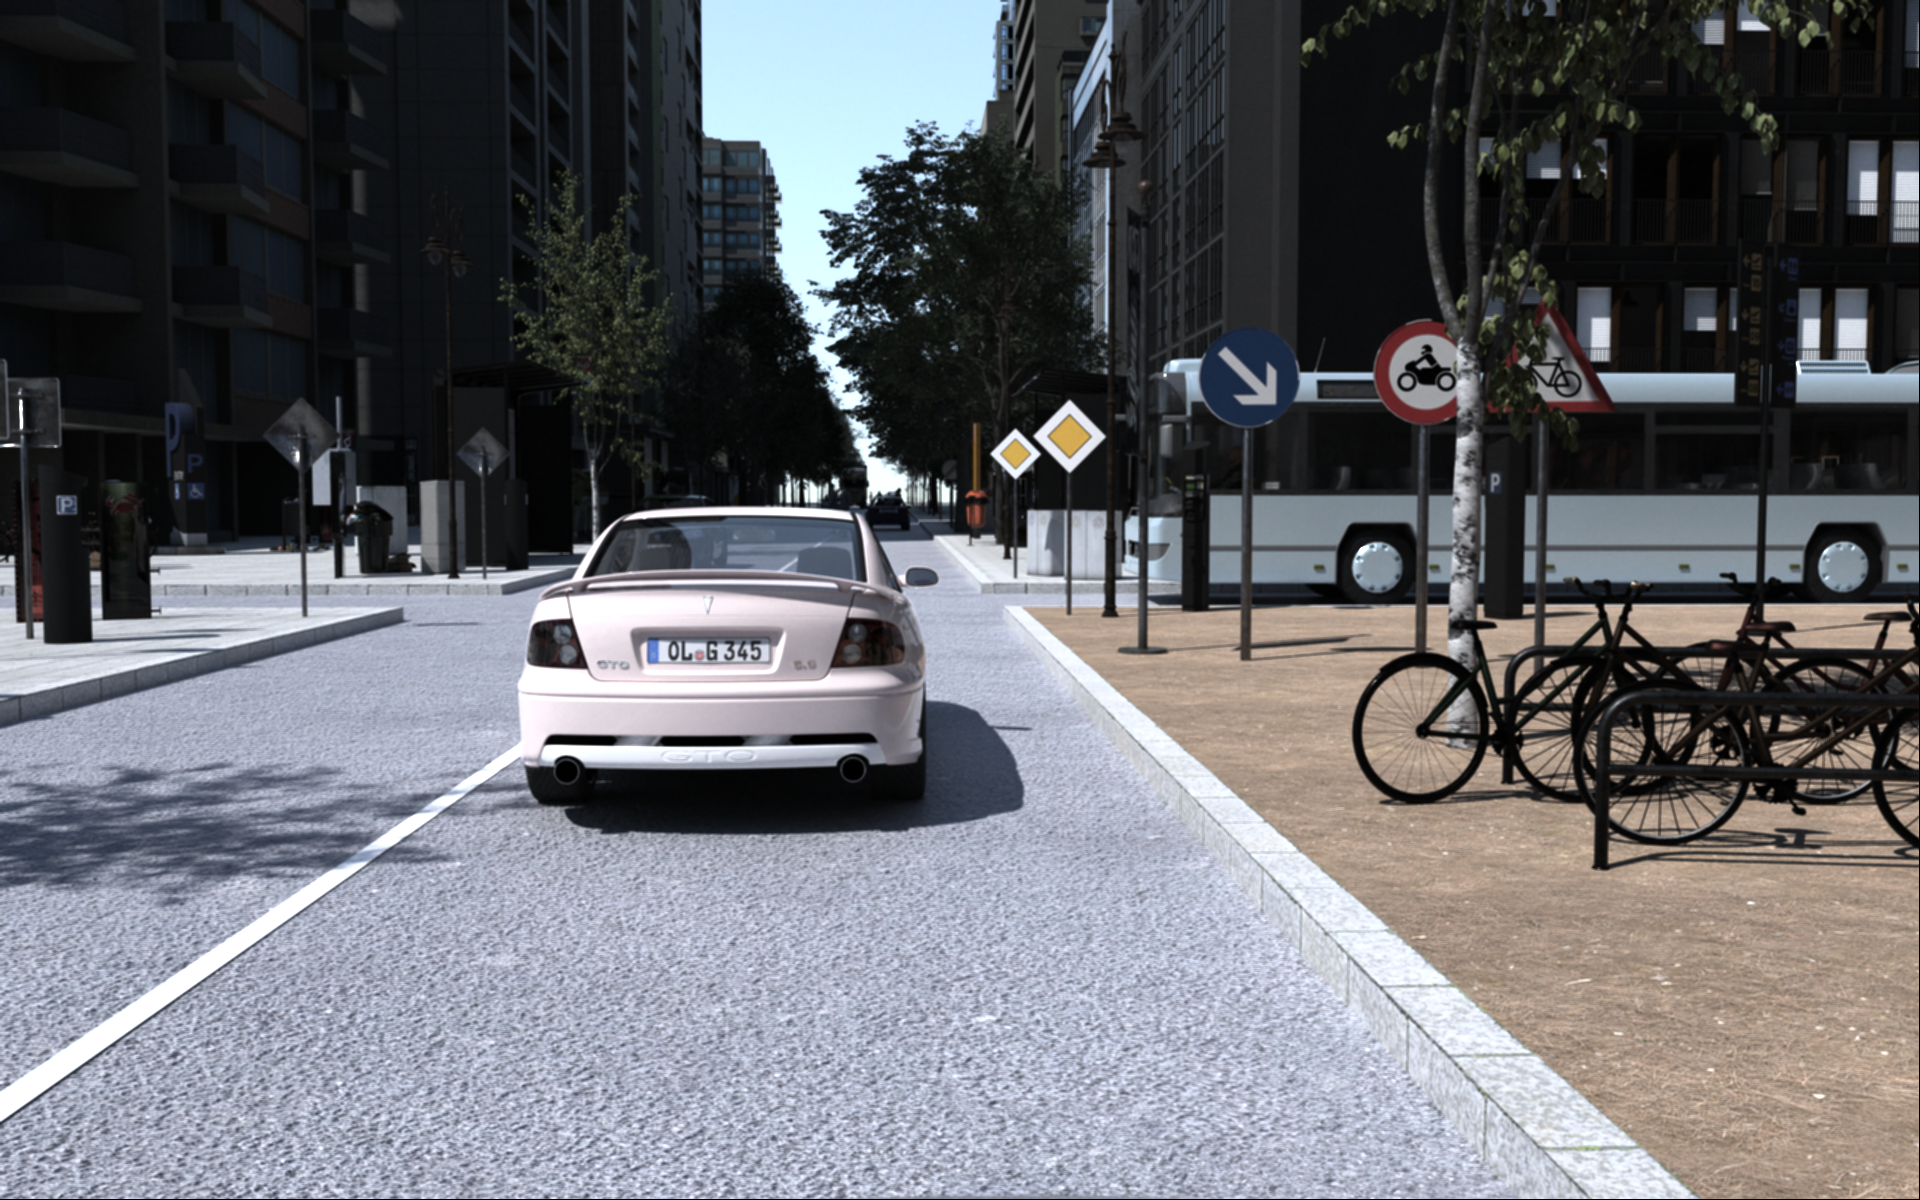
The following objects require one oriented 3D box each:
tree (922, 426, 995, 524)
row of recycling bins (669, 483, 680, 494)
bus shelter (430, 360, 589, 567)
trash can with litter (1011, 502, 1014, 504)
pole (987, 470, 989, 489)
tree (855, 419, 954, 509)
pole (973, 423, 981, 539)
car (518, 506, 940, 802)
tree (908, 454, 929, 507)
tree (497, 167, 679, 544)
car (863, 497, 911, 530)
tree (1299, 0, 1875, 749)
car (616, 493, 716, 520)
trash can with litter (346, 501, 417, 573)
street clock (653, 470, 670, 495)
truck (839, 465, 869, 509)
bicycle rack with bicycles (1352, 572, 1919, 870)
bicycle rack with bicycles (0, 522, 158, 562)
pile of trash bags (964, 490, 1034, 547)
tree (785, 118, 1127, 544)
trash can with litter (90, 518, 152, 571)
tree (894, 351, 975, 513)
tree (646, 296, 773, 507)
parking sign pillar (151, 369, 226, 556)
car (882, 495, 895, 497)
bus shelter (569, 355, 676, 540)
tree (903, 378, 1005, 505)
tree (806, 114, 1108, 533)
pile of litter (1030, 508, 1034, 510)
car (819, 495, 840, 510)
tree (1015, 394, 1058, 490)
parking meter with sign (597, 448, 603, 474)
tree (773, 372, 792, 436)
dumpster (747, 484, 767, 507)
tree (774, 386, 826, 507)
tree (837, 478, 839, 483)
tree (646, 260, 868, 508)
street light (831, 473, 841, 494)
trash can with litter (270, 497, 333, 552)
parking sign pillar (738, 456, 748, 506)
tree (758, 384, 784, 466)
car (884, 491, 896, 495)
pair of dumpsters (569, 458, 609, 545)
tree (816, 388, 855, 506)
[{"bbox_3d":[0.072,-5.586,75.046,4.285,4.588,4.351,0,3,0],"label":"tree"},{"bbox_3d":[-10.730,-3.328,61.528,1.069,1.692,3.534,0,4,7],"label":"row of recycling bins"},{"bbox_3d":[-8.534,-2.574,33.371,1.731,3.624,6.357,0,4,-2],"label":"bus shelter"},{"bbox_3d":[1.857,-2.957,59.728,1.055,1.170,0.624,2,4,34],"label":"trash can with litter"},{"bbox_3d":[1.487,-6.132,94.104,0.158,3.312,0.155,0,3,0],"label":"pole"},{"bbox_3d":[-2.594,-14.734,151.271,12.009,13.543,11.850,0,3,0],"label":"tree"},{"bbox_3d":[0.489,-3.417,49.717,0.158,3.312,0.155,0,3,0],"label":"pole"},{"bbox_3d":[-1.136,0.177,9.474,2.083,1.381,4.827,0,4,-2],"label":"car"},{"bbox_3d":[-3.348,-13.589,172.547,4.737,8.622,4.395,0,3,0],"label":"tree"},{"bbox_3d":[-8.286,-5.431,39.156,4.737,8.622,4.395,0,3,0],"label":"tree"},{"bbox_3d":[-2.939,-3.502,69.843,1.945,1.354,3.894,0,4,-4],"label":"car"},{"bbox_3d":[2.789,-3.556,8.509,4.737,8.622,4.395,0,3,0],"label":"tree"},{"bbox_3d":[-5.469,-1.423,33.057,2.009,1.686,4.222,0,4,-1],"label":"car"},{"bbox_3d":[-9.385,-1.023,28.118,0.624,1.170,1.055,2,4,24],"label":"trash can with litter"},{"bbox_3d":[-8.806,-2.849,51.152,0.471,2.002,0.358,0,4,-7],"label":"street clock"},{"bbox_3d":[-10.304,-11.023,169.140,2.839,4.237,11.283,0,4,-3],"label":"truck"},{"bbox_3d":[3.041,0.402,6.813,2.925,0.926,2.852,1,4,9],"label":"bicycle rack with bicycles"},{"bbox_3d":[-17.095,-1.231,33.509,2.925,0.926,2.852,-1,4,-13],"label":"bicycle rack with bicycles"},{"bbox_3d":[1.535,-1.996,42.389,3.447,1.369,1.912,3,4,36],"label":"pile of trash bags"},{"bbox_3d":[0.734,-6.707,44.066,7.601,10.594,8.767,-2,4,-27],"label":"tree"},{"bbox_3d":[-14.244,-1.092,29.249,0.624,1.170,1.055,1,4,14],"label":"trash can with litter"},{"bbox_3d":[-1.770,-11.649,116.215,9.928,11.665,9.643,0,3,0],"label":"tree"},{"bbox_3d":[-9.901,-6.983,64.534,4.360,8.622,3.978,0,3,0],"label":"tree"},{"bbox_3d":[-16.401,-2.951,36.716,1.447,3.967,1.447,-3,4,-39],"label":"parking sign pillar"},{"bbox_3d":[-5.640,-7.701,138.499,1.945,1.354,3.894,0,4,-3],"label":"car"},{"bbox_3d":[-10.321,-4.601,52.864,2.179,5.291,8.768,0,4,-2],"label":"bus shelter"},{"bbox_3d":[-0.251,-8.511,89.510,4.360,8.622,3.978,0,3,0],"label":"tree"},{"bbox_3d":[0.007,-9.230,57.567,9.857,13.997,8.962,0,3,0],"label":"tree"},{"bbox_3d":[2.408,-2.508,54.965,1.176,0.858,1.719,-2,4,-34],"label":"pile of litter"},{"bbox_3d":[-8.939,-6.772,122.729,2.014,1.417,4.499,0,4,-1],"label":"car"},{"bbox_3d":[3.964,-9.025,97.929,4.360,8.622,3.978,0,3,0],"label":"tree"},{"bbox_3d":[-13.538,-4.075,62.887,1.738,3.016,0.543,-3,5,-42],"label":"parking meter with sign"},{"bbox_3d":[-9.297,-7.406,71.448,4.360,8.622,3.978,0,3,0],"label":"tree"},{"bbox_3d":[-11.869,-5.778,100.236,1.264,1.857,1.865,0,4,-2],"label":"dumpster"},{"bbox_3d":[-10.684,-9.586,107.097,4.737,8.622,4.395,0,3,0],"label":"tree"},{"bbox_3d":[-16.297,-17.733,240.288,4.360,8.622,3.978,0,3,0],"label":"tree"},{"bbox_3d":[-10.168,-10.268,84.885,9.611,12.733,9.660,0,3,0],"label":"tree"},{"bbox_3d":[-14.524,-14.053,202.547,0.468,5.910,1.993,0,4,-2],"label":"street light"},{"bbox_3d":[-14.937,-1.744,39.574,1.678,1.210,2.233,1,4,16],"label":"trash can with litter"},{"bbox_3d":[-12.136,-6.614,96.610,1.447,3.967,1.447,0,4,-1],"label":"parking sign pillar"},{"bbox_3d":[-12.534,-11.998,130.584,8.767,10.594,7.601,0,4,2],"label":"tree"},{"bbox_3d":[-9.611,-14.517,246.022,2.281,1.827,5.304,0,4,-3],"label":"car"},{"bbox_3d":[-10.391,-2.646,45.762,1.574,2.255,4.437,0,4,-2],"label":"pair of dumpsters"},{"bbox_3d":[-15.242,-17.255,192.494,12.009,13.543,11.850,0,3,0],"label":"tree"}]
